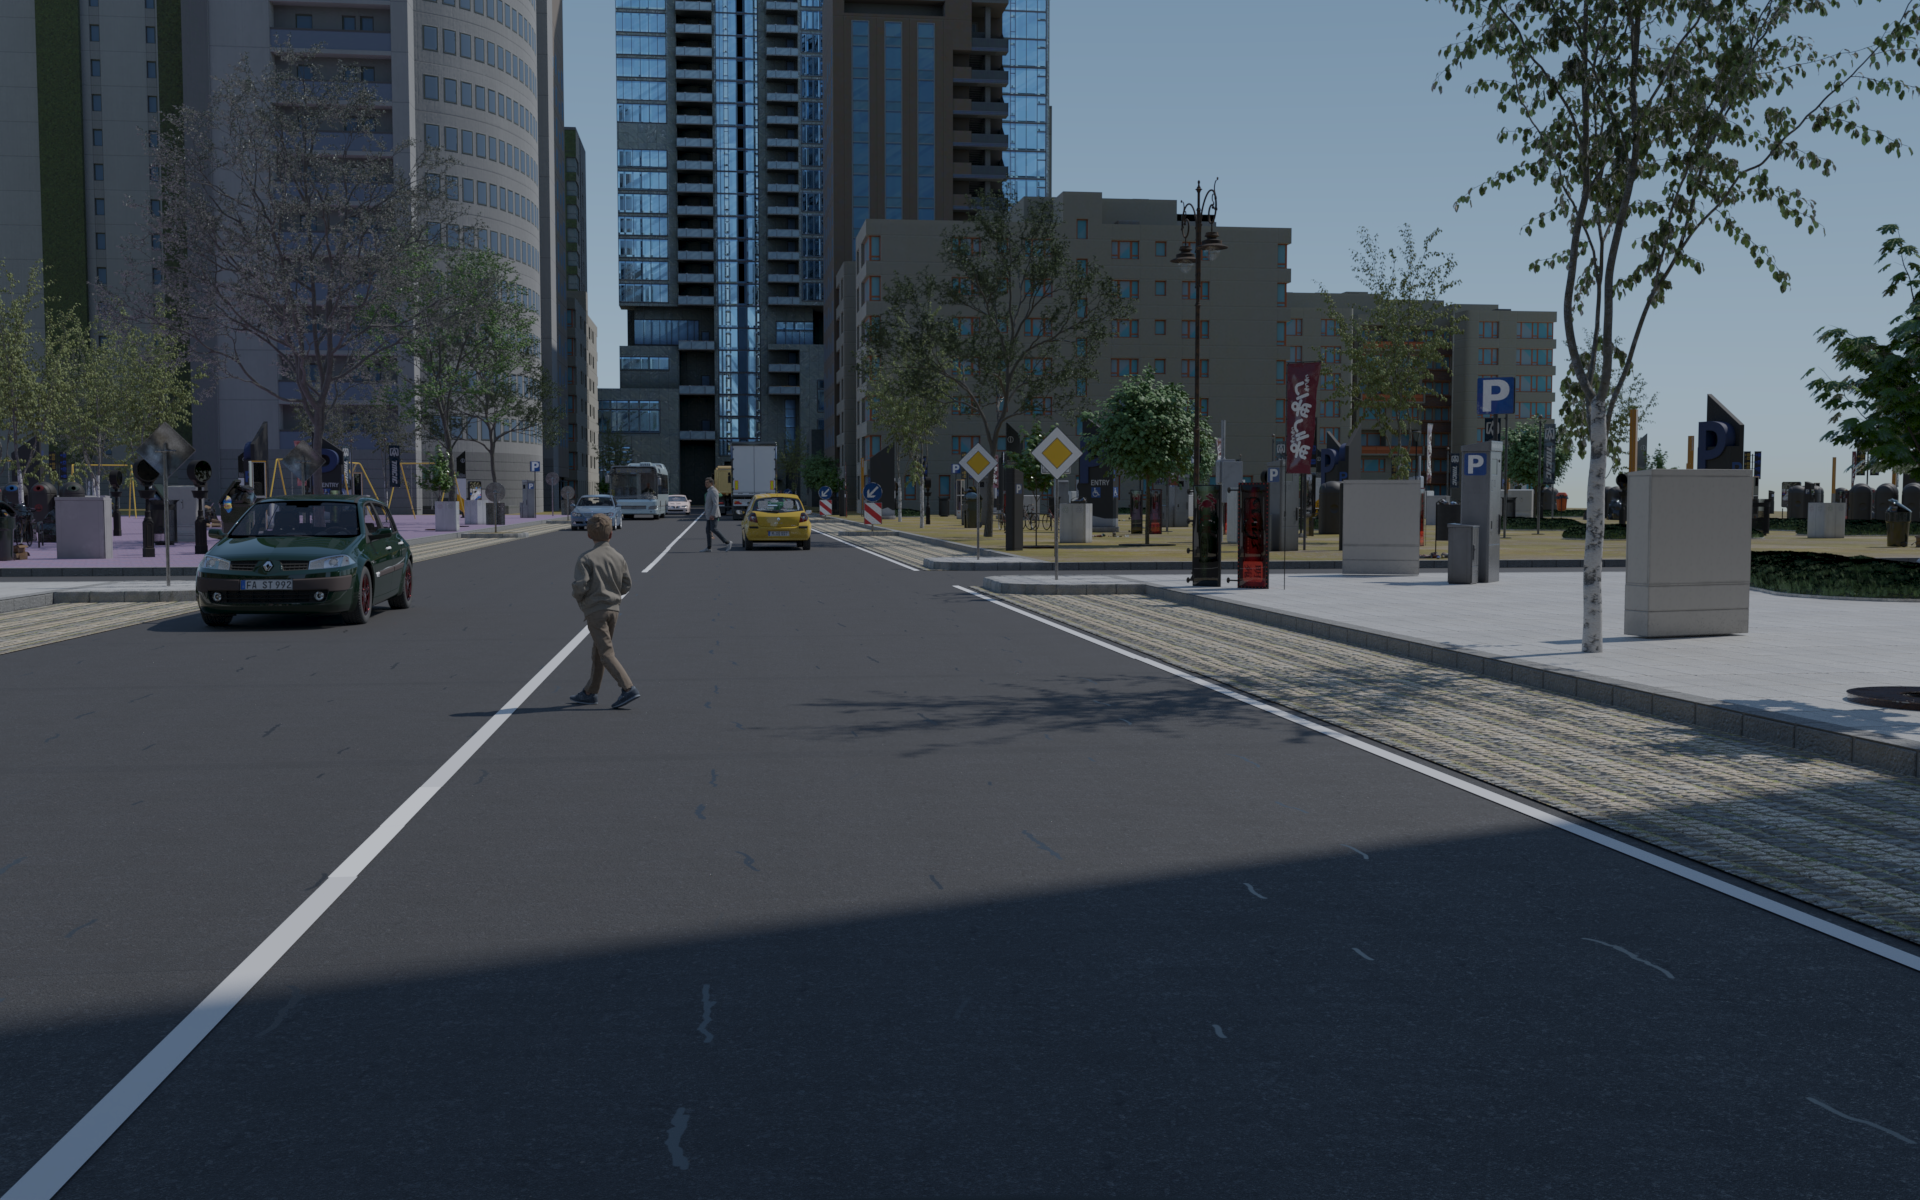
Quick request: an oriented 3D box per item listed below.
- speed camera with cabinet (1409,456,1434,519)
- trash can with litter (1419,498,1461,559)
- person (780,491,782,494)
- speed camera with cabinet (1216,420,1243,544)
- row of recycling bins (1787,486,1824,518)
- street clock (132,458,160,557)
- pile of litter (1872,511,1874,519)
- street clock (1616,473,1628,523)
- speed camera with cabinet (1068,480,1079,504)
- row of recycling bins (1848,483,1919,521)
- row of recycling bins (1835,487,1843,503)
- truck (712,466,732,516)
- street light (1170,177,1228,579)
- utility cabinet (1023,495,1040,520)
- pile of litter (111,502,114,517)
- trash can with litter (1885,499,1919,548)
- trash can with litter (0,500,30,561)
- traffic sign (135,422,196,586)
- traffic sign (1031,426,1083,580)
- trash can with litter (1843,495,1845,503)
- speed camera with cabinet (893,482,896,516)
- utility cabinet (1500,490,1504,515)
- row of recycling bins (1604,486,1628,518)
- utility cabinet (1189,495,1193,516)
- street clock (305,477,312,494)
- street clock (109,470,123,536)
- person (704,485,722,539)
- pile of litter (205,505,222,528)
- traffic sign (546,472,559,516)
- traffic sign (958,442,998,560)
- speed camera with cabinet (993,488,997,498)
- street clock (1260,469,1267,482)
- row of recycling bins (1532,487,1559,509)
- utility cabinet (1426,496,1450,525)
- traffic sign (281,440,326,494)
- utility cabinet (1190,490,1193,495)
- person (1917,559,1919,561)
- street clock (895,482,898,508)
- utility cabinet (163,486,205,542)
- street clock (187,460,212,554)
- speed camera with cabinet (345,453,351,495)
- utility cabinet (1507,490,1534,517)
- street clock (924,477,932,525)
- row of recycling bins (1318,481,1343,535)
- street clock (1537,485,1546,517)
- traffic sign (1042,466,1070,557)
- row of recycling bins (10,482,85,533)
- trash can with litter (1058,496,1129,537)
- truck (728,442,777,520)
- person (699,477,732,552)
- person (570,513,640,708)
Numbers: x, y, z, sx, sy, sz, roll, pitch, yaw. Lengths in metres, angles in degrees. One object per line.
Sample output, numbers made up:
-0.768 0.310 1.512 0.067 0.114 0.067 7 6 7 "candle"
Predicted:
24.022 -5.863 90.193 0.660 3.252 2.038 3 4 38 "speed camera with cabinet"
9.461 -1.464 34.991 2.233 1.210 1.678 1 4 9 "trash can with litter"
-16.115 -8.965 155.631 0.434 1.755 0.990 -3 4 -38 "person"
7.321 -3.146 45.766 0.660 3.252 2.038 0 4 -8 "speed camera with cabinet"
41.264 -4.727 84.395 1.069 1.692 3.534 3 5 42 "row of recycling bins"
-16.484 -1.869 35.136 0.471 2.002 0.358 -3 5 -43 "street clock"
45.953 -4.500 87.548 1.176 0.858 1.719 0 4 -7 "pile of litter"
23.318 -3.447 60.928 0.358 2.002 0.471 -3 4 -36 "street clock"
6.949 -6.746 104.635 0.660 3.252 2.038 -3 5 -42 "speed camera with cabinet"
35.010 -3.506 64.434 3.534 1.692 1.069 3 4 37 "row of recycling bins"
56.025 -6.143 107.553 3.534 1.692 1.069 0 4 1 "row of recycling bins"
-15.357 -7.499 118.534 3.469 3.379 9.791 0 4 -6 "truck"
3.517 -3.235 25.677 0.468 5.910 1.993 0 4 -8 "street light"
3.408 -4.537 85.345 1.020 1.237 0.306 0 4 -1 "utility cabinet"
-46.984 -4.966 95.166 1.176 0.858 1.719 1 4 13 "pile of litter"
22.923 -1.861 41.807 1.055 1.170 0.624 2 4 32 "trash can with litter"
-18.476 -1.349 33.444 0.624 1.170 1.055 0 4 -2 "trash can with litter"
-11.043 -1.252 24.110 0.795 2.450 0.064 0 4 -8 "traffic sign"
1.437 -1.355 25.796 0.795 2.450 0.064 0 4 -8 "traffic sign"
47.027 -4.926 91.591 1.678 1.210 2.233 -2 4 -27 "trash can with litter"
-3.817 -6.028 92.892 0.660 3.252 2.038 0 4 3 "speed camera with cabinet"
27.003 -4.816 87.421 1.173 1.500 0.318 -1 4 -23 "utility cabinet"
34.449 -5.153 91.366 1.069 1.692 3.534 -1 4 -13 "row of recycling bins"
13.258 -5.405 99.531 0.306 1.237 1.020 3 4 37 "utility cabinet"
-26.306 -3.990 69.799 0.358 2.002 0.471 -1 4 -22 "street clock"
-25.729 -2.952 52.830 0.358 2.002 0.471 0 4 -4 "street clock"
-7.968 -2.858 55.475 0.600 1.795 0.529 1 4 20 "person"
-28.919 -3.218 66.576 1.719 0.858 1.176 -1 4 -18 "pile of litter"
-23.677 -6.149 100.648 0.768 2.556 0.104 0 4 -7 "traffic sign"
0.351 -1.839 33.707 0.795 2.450 0.064 0 4 -8 "traffic sign"
2.272 -5.929 91.273 2.038 3.252 0.660 1 4 12 "speed camera with cabinet"
8.910 -2.773 49.914 0.471 2.002 0.358 -1 4 -21 "street clock"
35.531 -6.015 105.454 1.069 1.692 3.534 0 4 2 "row of recycling bins"
19.807 -3.707 71.774 0.306 1.237 1.020 -2 4 -35 "utility cabinet"
-12.130 -1.736 32.021 0.795 2.450 0.064 0 4 -8 "traffic sign"
13.257 -5.715 102.112 1.173 1.500 0.318 3 5 42 "utility cabinet"
18.557 -1.464 33.114 0.598 1.740 0.731 -1 4 -22 "person"
-3.858 -6.098 104.276 0.471 2.002 0.358 2 4 32 "street clock"
-20.480 -2.265 45.712 1.173 1.500 0.318 2 4 26 "utility cabinet"
-16.221 -1.982 36.978 0.358 2.002 0.471 2 4 24 "street clock"
-29.555 -5.363 82.016 2.038 3.252 0.660 0 4 3 "speed camera with cabinet"
27.501 -4.669 85.015 1.173 1.500 0.318 2 4 33 "utility cabinet"
-1.348 -4.180 72.918 0.358 2.002 0.471 0 4 -7 "street clock"
12.451 -3.015 56.404 1.069 1.692 3.534 2 4 24 "row of recycling bins"
24.907 -4.265 74.304 0.358 2.002 0.471 -1 4 -21 "street clock"
1.960 -2.040 35.479 0.606 2.300 0.079 0 4 -4 "traffic sign"
-31.206 -3.113 58.012 3.534 1.692 1.069 -1 4 -13 "row of recycling bins"
3.969 -2.490 51.771 2.233 1.210 1.678 0 4 -3 "trash can with litter"
-11.772 -6.698 98.427 2.839 4.237 11.283 0 4 -7 "truck"
-6.034 -2.103 42.738 0.795 1.843 0.661 -1 4 -16 "person"
-2.416 0.070 11.636 0.640 1.303 0.475 2 4 26 "person"
